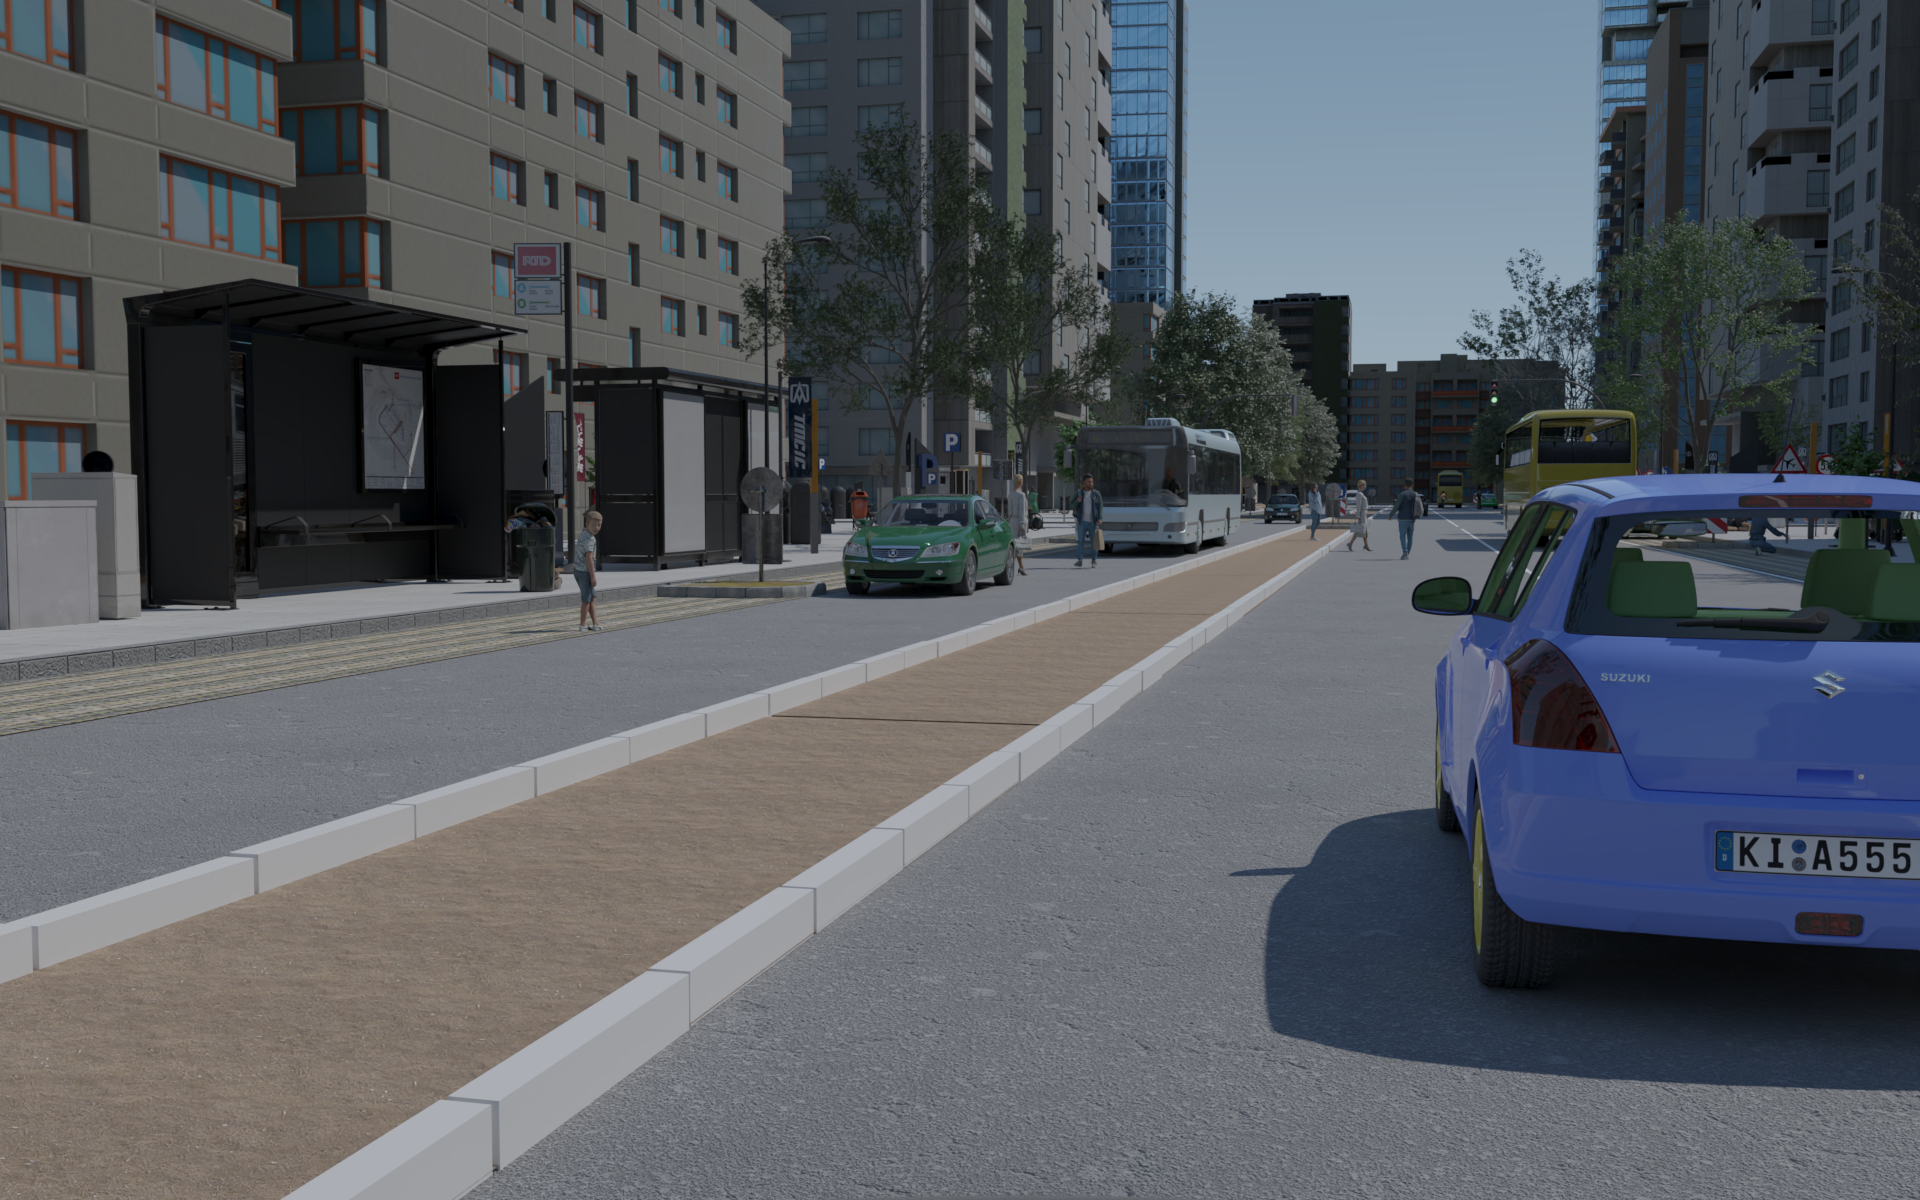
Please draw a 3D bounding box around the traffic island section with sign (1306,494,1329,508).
[{"bbox_3d":[36.803,-10.411,178.843,1.989,1.847,2.006,1,4,14],"label":"traffic island section with sign"}]

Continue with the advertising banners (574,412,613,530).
[{"bbox_3d":[-8.024,-2.560,38.040,0.090,3.025,2.074,1,4,12],"label":"advertising banners"}]

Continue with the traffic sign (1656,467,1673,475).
[{"bbox_3d":[32.582,-4.898,80.189,0.768,2.556,0.104,1,4,22],"label":"traffic sign"}]

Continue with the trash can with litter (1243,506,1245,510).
[{"bbox_3d":[23.222,-8.082,143.532,1.055,1.170,0.624,-2,4,-24],"label":"trash can with litter"}]

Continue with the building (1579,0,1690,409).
[{"bbox_3d":[101.132,-56.817,241.625,31.000,86.520,22.319,1,4,14],"label":"building"}]

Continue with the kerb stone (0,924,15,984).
[{"bbox_3d":[-2.940,1.071,4.679,0.120,0.150,1.000,1,4,14],"label":"kerb stone"}]

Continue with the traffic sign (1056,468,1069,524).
[{"bbox_3d":[4.460,-4.525,74.094,0.768,2.556,0.104,1,4,15],"label":"traffic sign"}]

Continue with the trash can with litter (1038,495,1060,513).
[{"bbox_3d":[6.065,-6.420,116.017,2.233,1.210,1.678,-1,4,-19],"label":"trash can with litter"}]

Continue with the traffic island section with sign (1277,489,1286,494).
[{"bbox_3d":[24.172,-7.413,129.832,1.989,1.847,2.006,1,4,14],"label":"traffic island section with sign"}]

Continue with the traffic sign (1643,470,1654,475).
[{"bbox_3d":[36.851,-5.656,92.574,0.768,2.556,0.104,1,4,17],"label":"traffic sign"}]

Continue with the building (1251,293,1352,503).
[{"bbox_3d":[49.729,-29.391,252.247,14.107,30.474,14.160,1,4,14],"label":"building"}]

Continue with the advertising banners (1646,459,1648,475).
[{"bbox_3d":[34.311,-5.515,86.361,0.090,3.025,2.074,2,4,28],"label":"advertising banners"}]

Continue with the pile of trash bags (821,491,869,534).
[{"bbox_3d":[-4.678,-2.862,56.547,3.447,1.369,1.912,-1,4,-14],"label":"pile of trash bags"}]

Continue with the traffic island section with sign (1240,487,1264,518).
[{"bbox_3d":[17.431,-5.817,103.730,1.989,1.847,2.006,1,4,14],"label":"traffic island section with sign"}]

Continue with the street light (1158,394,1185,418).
[{"bbox_3d":[9.782,-6.620,80.770,1.470,5.913,1.316,1,4,14],"label":"street light"}]

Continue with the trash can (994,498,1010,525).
[{"bbox_3d":[1.692,-3.481,68.564,0.748,1.137,0.748,0,3,0],"label":"trash can"}]

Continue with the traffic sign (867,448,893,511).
[{"bbox_3d":[-2.264,-3.015,49.295,0.884,2.594,0.081,1,4,22],"label":"traffic sign"}]

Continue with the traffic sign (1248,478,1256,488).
[{"bbox_3d":[22.480,-8.181,133.864,0.768,2.556,0.104,1,4,22],"label":"traffic sign"}]

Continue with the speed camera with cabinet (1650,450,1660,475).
[{"bbox_3d":[30.621,-5.097,77.671,2.038,3.252,0.660,-1,4,-8],"label":"speed camera with cabinet"}]

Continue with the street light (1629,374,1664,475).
[{"bbox_3d":[26.616,-5.786,67.135,1.470,5.913,1.316,1,4,14],"label":"street light"}]

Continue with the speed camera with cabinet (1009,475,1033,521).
[{"bbox_3d":[2.916,-5.389,82.438,0.660,3.252,2.038,1,4,20],"label":"speed camera with cabinet"}]

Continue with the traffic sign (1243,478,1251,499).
[{"bbox_3d":[21.968,-8.149,133.341,0.768,2.556,0.104,1,4,16],"label":"traffic sign"}]

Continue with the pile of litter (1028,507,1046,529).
[{"bbox_3d":[2.357,-3.038,63.629,1.719,0.858,1.176,0,4,-8],"label":"pile of litter"}]

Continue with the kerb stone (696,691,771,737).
[{"bbox_3d":[-1.413,0.708,10.636,0.120,0.150,1.000,1,4,14],"label":"kerb stone"}]

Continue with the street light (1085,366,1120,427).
[{"bbox_3d":[5.132,-5.538,63.093,1.470,5.913,1.316,1,4,14],"label":"street light"}]

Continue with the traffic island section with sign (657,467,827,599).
[{"bbox_3d":[-2.987,-0.976,24.586,1.989,1.847,2.006,1,4,14],"label":"traffic island section with sign"}]

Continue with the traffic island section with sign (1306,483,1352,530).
[{"bbox_3d":[15.234,-3.838,70.885,2.006,1.907,1.989,1,4,14],"label":"traffic island section with sign"}]

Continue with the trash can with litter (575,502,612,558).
[{"bbox_3d":[-7.317,-1.397,34.221,1.055,1.170,0.624,-3,5,-45],"label":"trash can with litter"}]

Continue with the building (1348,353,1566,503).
[{"bbox_3d":[72.468,-25.049,254.591,28.899,21.520,27.650,1,4,14],"label":"building"}]

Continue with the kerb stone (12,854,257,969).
[{"bbox_3d":[-2.688,1.019,5.678,0.120,0.150,1.000,1,4,14],"label":"kerb stone"}]

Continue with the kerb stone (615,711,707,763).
[{"bbox_3d":[-1.674,0.768,9.642,0.120,0.150,1.000,1,4,14],"label":"kerb stone"}]

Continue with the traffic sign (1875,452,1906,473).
[{"bbox_3d":[24.022,-2.744,44.875,0.884,2.594,0.081,1,4,20],"label":"traffic sign"}]

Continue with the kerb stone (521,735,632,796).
[{"bbox_3d":[-1.923,0.829,8.646,0.120,0.150,1.000,1,4,14],"label":"kerb stone"}]

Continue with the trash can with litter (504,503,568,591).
[{"bbox_3d":[-5.628,-0.710,22.997,0.624,1.170,1.055,0,4,-2],"label":"trash can with litter"}]

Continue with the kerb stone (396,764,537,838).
[{"bbox_3d":[-2.181,0.889,7.657,0.120,0.150,1.000,1,4,14],"label":"kerb stone"}]

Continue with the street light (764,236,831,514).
[{"bbox_3d":[-3.009,-3.604,31.468,1.470,5.913,1.316,1,4,14],"label":"street light"}]

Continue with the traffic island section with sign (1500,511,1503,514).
[{"bbox_3d":[40.423,-7.184,126.092,1.989,1.847,2.006,1,4,14],"label":"traffic island section with sign"}]

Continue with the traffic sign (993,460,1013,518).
[{"bbox_3d":[1.266,-3.017,51.456,0.606,2.300,0.079,1,4,19],"label":"traffic sign"}]

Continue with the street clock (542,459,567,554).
[{"bbox_3d":[-7.711,-1.746,33.117,0.471,2.002,0.358,1,4,18],"label":"street clock"}]

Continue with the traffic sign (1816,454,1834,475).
[{"bbox_3d":[27.354,-3.335,54.640,0.768,2.556,0.104,1,4,20],"label":"traffic sign"}]

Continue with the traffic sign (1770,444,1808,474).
[{"bbox_3d":[21.328,-2.728,44.609,0.884,2.594,0.081,1,4,16],"label":"traffic sign"}]

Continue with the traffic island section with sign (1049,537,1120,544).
[{"bbox_3d":[3.763,-2.572,50.686,1.989,1.847,2.006,1,4,14],"label":"traffic island section with sign"}]

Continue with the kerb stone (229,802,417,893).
[{"bbox_3d":[-2.431,0.950,6.666,0.120,0.150,1.000,1,4,14],"label":"kerb stone"}]

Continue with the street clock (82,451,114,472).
[{"bbox_3d":[-14.382,-1.491,28.949,0.471,2.002,0.358,-1,4,-21],"label":"street clock"}]

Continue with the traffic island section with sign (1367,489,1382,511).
[{"bbox_3d":[35.853,-8.727,150.824,2.006,1.907,1.989,1,4,14],"label":"traffic island section with sign"}]

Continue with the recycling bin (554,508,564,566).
[{"bbox_3d":[-7.509,-1.108,30.663,0.722,1.027,0.722,1,4,18],"label":"recycling bin"}]

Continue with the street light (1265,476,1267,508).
[{"bbox_3d":[26.083,-10.504,144.281,1.470,5.913,1.316,1,4,14],"label":"street light"}]

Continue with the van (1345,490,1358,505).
[{"bbox_3d":[41.952,-10.900,185.218,2.013,2.044,4.112,1,4,14],"label":"van"}]

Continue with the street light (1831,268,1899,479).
[{"bbox_3d":[18.533,-3.852,35.517,1.470,5.913,1.316,1,4,14],"label":"street light"}]

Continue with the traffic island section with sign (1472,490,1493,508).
[{"bbox_3d":[52.971,-10.161,174.753,1.989,1.847,2.006,1,4,14],"label":"traffic island section with sign"}]

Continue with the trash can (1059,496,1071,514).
[{"bbox_3d":[6.775,-6.129,111.869,0.748,1.137,0.748,0,3,0],"label":"trash can"}]

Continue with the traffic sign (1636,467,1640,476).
[{"bbox_3d":[29.847,-4.708,77.083,0.768,2.556,0.104,1,4,17],"label":"traffic sign"}]

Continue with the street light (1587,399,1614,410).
[{"bbox_3d":[31.228,-6.844,84.441,1.470,5.913,1.316,1,4,14],"label":"street light"}]
